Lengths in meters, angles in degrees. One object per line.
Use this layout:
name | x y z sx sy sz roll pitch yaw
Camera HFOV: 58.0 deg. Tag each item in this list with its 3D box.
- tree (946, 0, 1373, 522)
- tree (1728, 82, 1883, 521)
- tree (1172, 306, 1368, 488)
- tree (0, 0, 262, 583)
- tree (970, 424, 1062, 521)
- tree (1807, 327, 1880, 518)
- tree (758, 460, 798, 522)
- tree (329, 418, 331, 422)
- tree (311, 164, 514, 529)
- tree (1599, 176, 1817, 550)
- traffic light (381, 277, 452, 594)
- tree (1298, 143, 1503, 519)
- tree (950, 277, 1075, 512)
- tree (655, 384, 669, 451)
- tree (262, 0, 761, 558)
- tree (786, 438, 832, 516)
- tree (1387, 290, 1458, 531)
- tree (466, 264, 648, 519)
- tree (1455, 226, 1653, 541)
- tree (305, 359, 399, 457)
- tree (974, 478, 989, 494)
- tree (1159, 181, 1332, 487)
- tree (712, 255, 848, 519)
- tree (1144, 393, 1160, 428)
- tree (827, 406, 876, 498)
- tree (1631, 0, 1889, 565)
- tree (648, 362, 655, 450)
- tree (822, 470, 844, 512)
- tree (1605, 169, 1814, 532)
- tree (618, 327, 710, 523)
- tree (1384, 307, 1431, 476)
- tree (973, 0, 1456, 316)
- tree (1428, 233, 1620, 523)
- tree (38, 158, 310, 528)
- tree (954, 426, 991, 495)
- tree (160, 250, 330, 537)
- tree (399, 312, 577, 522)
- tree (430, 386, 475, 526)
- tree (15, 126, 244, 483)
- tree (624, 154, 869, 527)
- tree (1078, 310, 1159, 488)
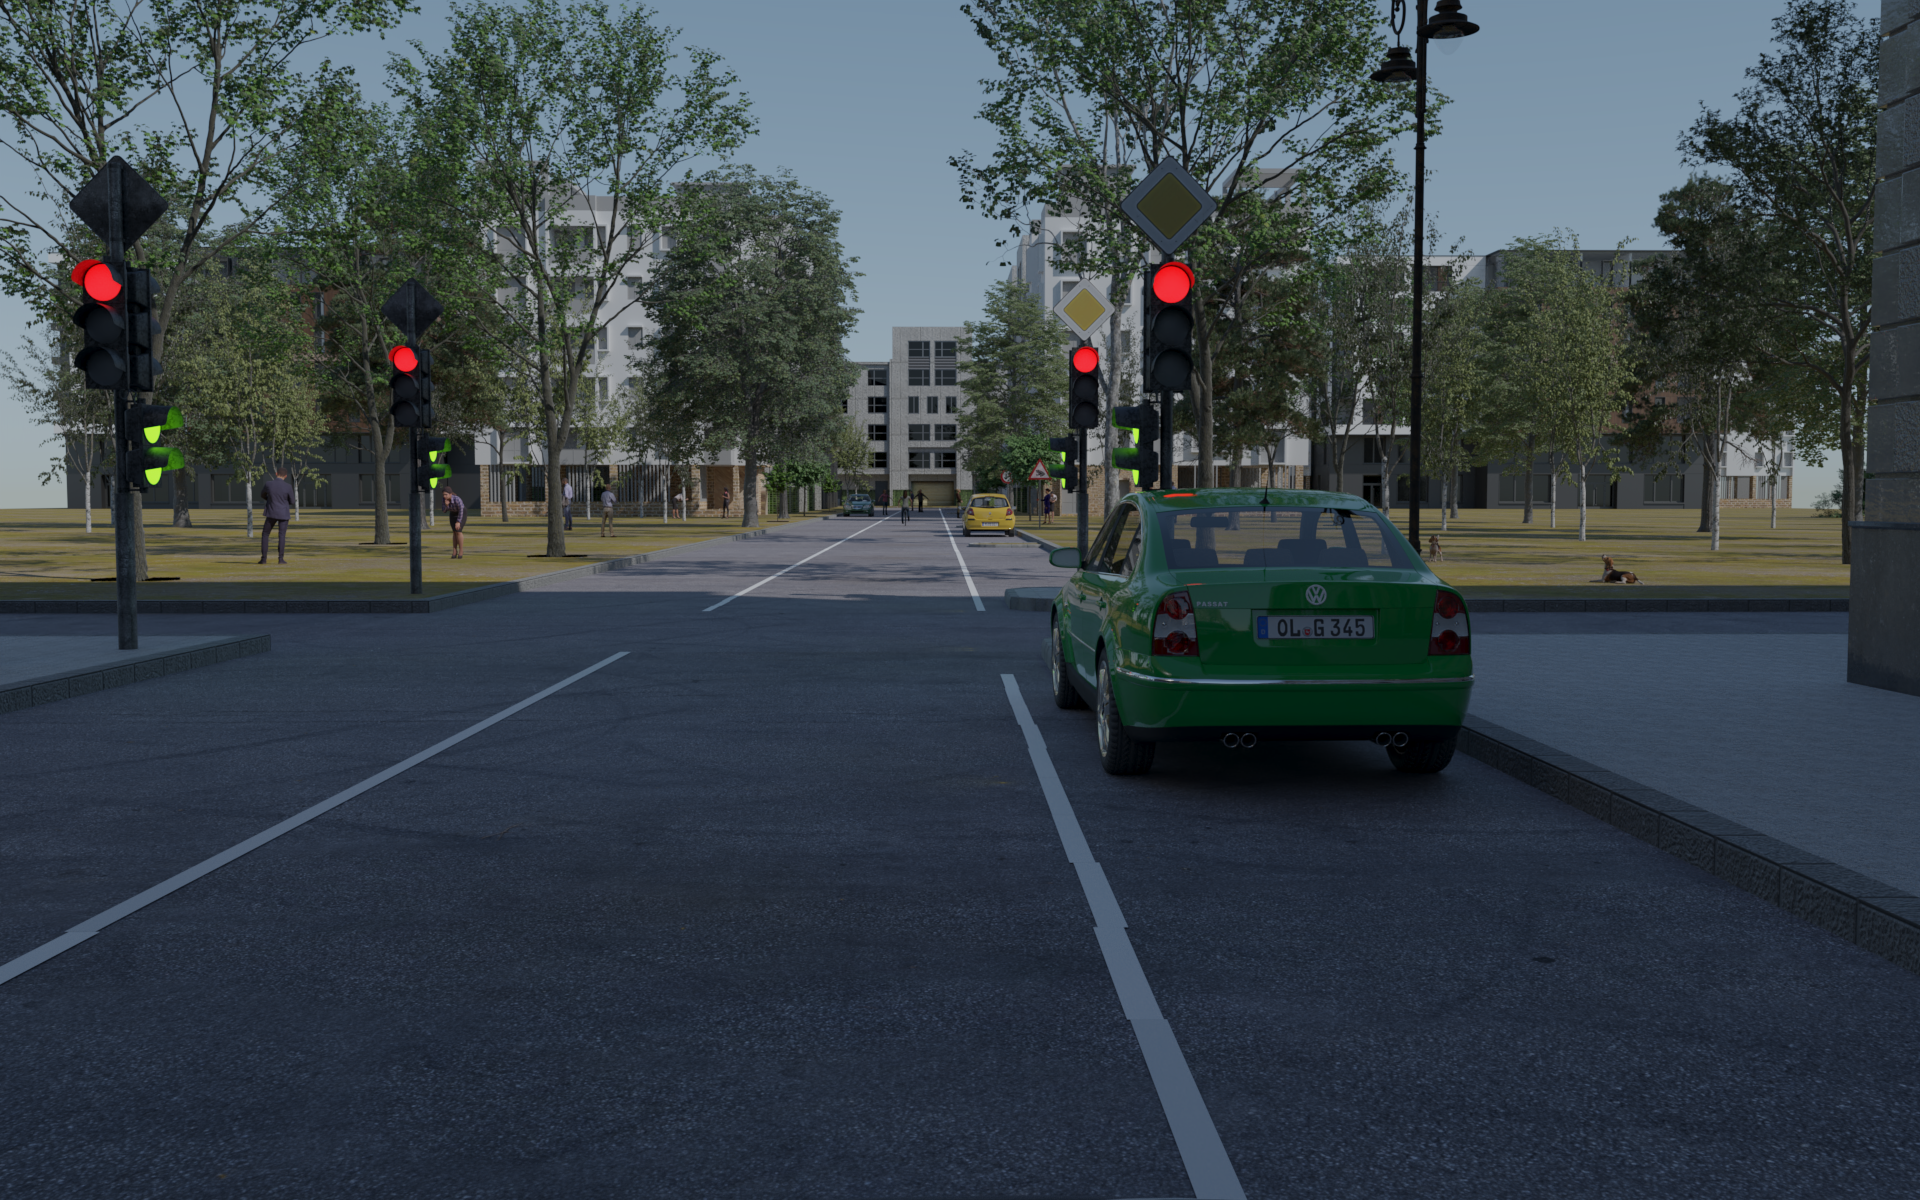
tree | 5.293 -11.743 47.881 12.611 20.169 13.585 0 3 0
tree | 25.088 -7.930 47.784 7.486 12.596 7.792 0 3 0
tree | 14.142 -8.781 77.976 8.767 10.594 7.601 0 4 -2
tree | -12.133 -6.095 25.413 9.928 11.665 9.643 0 3 0
tree | 3.346 -5.999 81.805 4.285 4.588 4.351 0 3 0
tree | 52.264 -11.331 87.077 18.604 14.587 13.155 3 4 38
tree | -8.444 -5.205 79.706 1.663 3.219 1.824 0 3 0
tree | -29.578 -7.615 74.869 4.737 8.622 4.395 0 3 0
tree | -19.961 -9.492 62.615 7.806 13.903 7.818 0 3 0
tree | 17.117 -5.450 39.470 4.360 8.622 3.978 0 3 0
traffic light | -6.989 -2.016 22.201 0.839 4.213 0.868 0 4 -1
tree | 9.035 -5.258 36.333 4.360 8.622 3.978 0 3 0
tree | 3.038 -10.594 91.336 7.486 12.596 7.792 0 3 0
tree | -17.379 -8.779 93.900 4.737 8.622 4.395 0 3 0
tree | -8.109 -6.681 34.995 9.928 11.665 9.643 0 3 0
tree | -8.965 -7.087 99.589 4.285 4.588 4.351 0 3 0
tree | 16.968 -6.743 60.612 4.737 8.622 4.395 0 3 0
tree | -13.291 -6.420 55.334 4.737 8.622 4.395 0 3 0
tree | 16.871 -5.911 47.000 4.737 8.622 4.395 0 3 0
tree | -30.527 -9.545 90.478 7.601 10.594 8.767 -1 4 -18
tree | 2.003 -9.643 152.272 1.663 3.219 1.824 0 3 0
tree | 9.748 -8.485 60.792 6.751 12.117 7.091 0 3 0
tree | -9.506 -11.179 90.202 7.806 13.903 7.818 0 3 0
tree | 12.786 -9.380 87.768 8.767 10.594 7.601 2 4 27
tree | -9.251 -11.760 142.637 4.737 8.622 4.395 0 3 0
tree | 15.949 -5.935 31.451 7.601 10.594 8.767 1 4 20
tree | -18.637 -8.402 87.737 4.737 8.622 4.395 0 3 0
tree | -9.346 -7.845 122.869 1.663 3.219 1.824 0 3 0
tree | 25.133 -8.309 57.904 6.751 12.117 7.091 0 3 0
tree | -12.985 -7.692 76.131 4.360 8.622 3.978 0 3 0
tree | 25.993 -10.533 90.345 7.486 12.596 7.792 0 3 0
tree | 3.883 -6.269 28.255 9.928 11.665 9.643 0 3 0
tree | 25.384 -9.647 75.858 7.486 12.596 7.792 0 3 0
tree | -29.911 -9.754 66.131 9.857 13.997 8.962 0 3 0
tree | 1.448 -13.266 167.263 4.360 8.622 3.978 0 3 0
tree | -21.362 -6.169 51.233 4.737 8.622 4.395 0 3 0
tree | -21.295 -8.871 79.461 7.601 10.594 8.767 -1 4 -22
tree | -21.344 -7.349 70.524 4.360 8.622 3.978 0 3 0
tree | -16.826 -5.165 34.811 4.360 8.622 3.978 0 3 0
tree | -8.019 -9.786 66.658 9.857 13.997 8.962 0 3 0
tree | 6.345 -7.335 70.282 4.360 8.622 3.978 0 3 0
